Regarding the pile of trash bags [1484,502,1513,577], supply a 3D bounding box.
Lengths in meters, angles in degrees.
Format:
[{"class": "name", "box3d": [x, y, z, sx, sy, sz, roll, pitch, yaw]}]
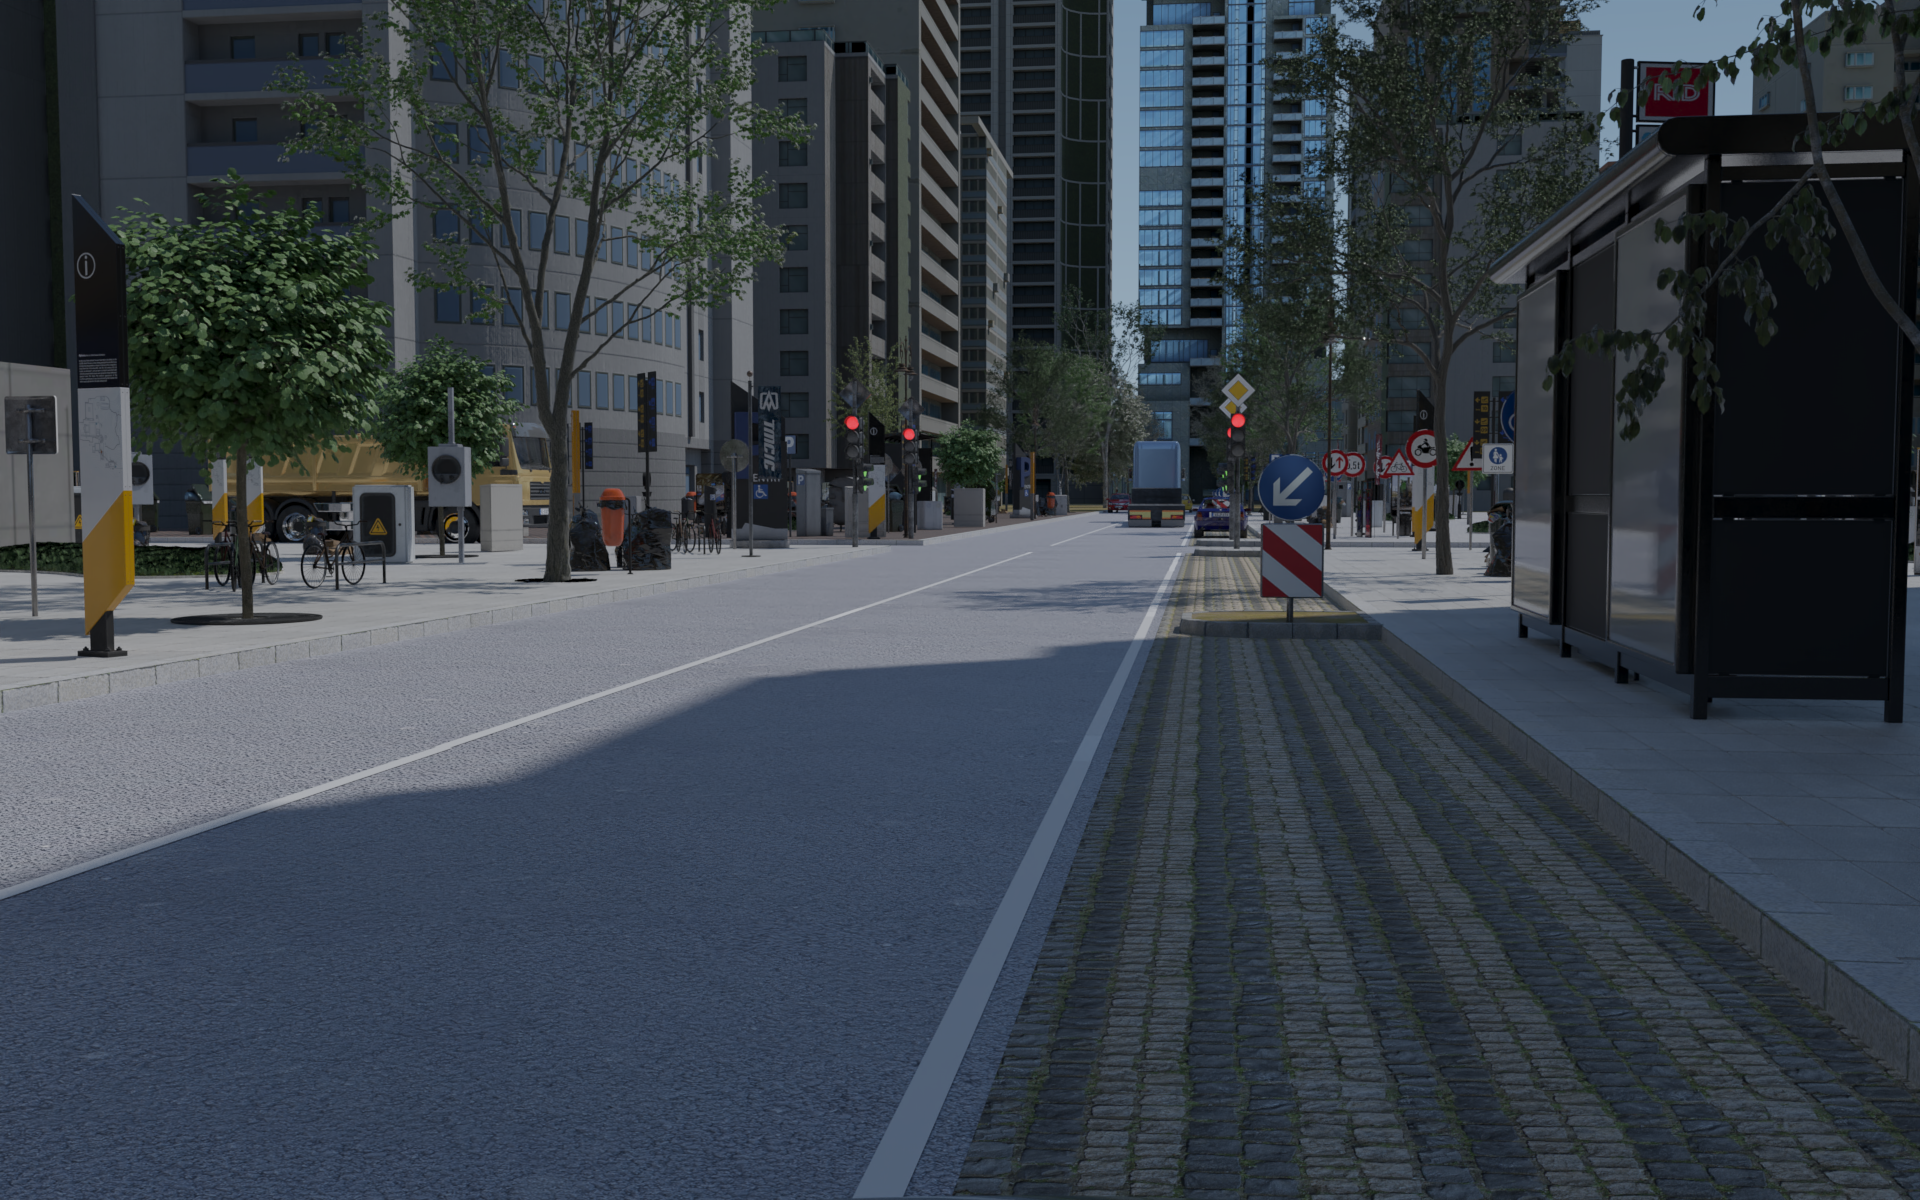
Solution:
[{"class": "pile of trash bags", "box3d": [9.069, -1.047, 26.864, 1.912, 1.369, 3.447, 2, 4, 25]}]

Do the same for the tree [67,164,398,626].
[{"class": "tree", "box3d": [-7.243, -2.070, 17.551, 4.285, 4.588, 4.351, 0, 3, 0]}]

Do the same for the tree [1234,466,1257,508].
[{"class": "tree", "box3d": [26.109, -10.886, 161.707, 4.285, 4.588, 4.351, 0, 3, 0]}]

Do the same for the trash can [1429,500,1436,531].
[{"class": "trash can", "box3d": [16.300, -2.929, 59.541, 0.748, 1.137, 0.748, 0, 3, 0]}]

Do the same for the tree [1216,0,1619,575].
[{"class": "tree", "box3d": [7.378, -5.680, 27.280, 7.601, 10.594, 8.767, 0, 4, -3]}]

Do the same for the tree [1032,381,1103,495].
[{"class": "tree", "box3d": [6.372, -9.680, 108.626, 4.360, 8.622, 3.978, 0, 3, 0]}]

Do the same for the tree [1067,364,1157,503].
[{"class": "tree", "box3d": [14.231, -16.032, 168.771, 9.857, 13.997, 8.962, 0, 3, 0]}]

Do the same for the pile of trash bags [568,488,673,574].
[{"class": "pile of trash bags", "box3d": [-5.774, -1.179, 29.034, 1.912, 1.369, 3.447, -1, 4, -11]}]

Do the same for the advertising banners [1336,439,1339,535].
[{"class": "advertising banners", "box3d": [11.881, -3.578, 54.692, 0.090, 3.025, 2.074, 1, 4, 10]}]

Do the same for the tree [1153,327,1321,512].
[{"class": "tree", "box3d": [21.175, -13.168, 125.663, 12.009, 13.543, 11.850, 0, 3, 0]}]

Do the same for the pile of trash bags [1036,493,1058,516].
[{"class": "pile of trash bags", "box3d": [4.903, -5.678, 102.590, 1.912, 1.369, 3.447, -1, 4, -18]}]

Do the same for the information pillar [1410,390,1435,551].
[{"class": "information pillar", "box3d": [10.455, -2.913, 38.990, 0.504, 3.616, 0.183, -2, 4, -26]}]

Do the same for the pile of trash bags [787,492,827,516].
[{"class": "pile of trash bags", "box3d": [-6.936, -4.023, 75.536, 1.912, 1.369, 3.447, -1, 4, -23]}]

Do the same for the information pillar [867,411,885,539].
[{"class": "information pillar", "box3d": [-2.380, -3.538, 49.193, 0.504, 3.616, 0.183, -1, 4, -21]}]

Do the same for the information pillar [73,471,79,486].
[{"class": "information pillar", "box3d": [-28.512, -3.133, 55.711, 0.304, 2.012, 0.304, -1, 4, -15]}]

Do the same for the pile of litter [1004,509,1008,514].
[{"class": "pile of litter", "box3d": [2.636, -6.093, 113.582, 1.719, 0.858, 1.176, -3, 4, -38]}]

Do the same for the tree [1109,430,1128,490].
[{"class": "tree", "box3d": [16.094, -13.949, 178.430, 4.360, 8.622, 3.978, 0, 3, 0]}]

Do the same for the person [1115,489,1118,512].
[{"class": "person", "box3d": [12.259, -7.778, 135.654, 0.705, 1.826, 1.348, 1, 4, 11]}]

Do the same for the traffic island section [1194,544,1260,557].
[{"class": "traffic island section", "box3d": [6.498, -1.117, 40.537, 2.009, 0.180, 2.903, 0, 4, 8]}]

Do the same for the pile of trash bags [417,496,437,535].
[{"class": "pile of trash bags", "box3d": [-16.768, -2.785, 55.288, 3.447, 1.369, 1.912, 2, 4, 28]}]

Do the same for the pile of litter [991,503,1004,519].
[{"class": "pile of litter", "box3d": [1.233, -4.539, 88.180, 1.176, 0.858, 1.719, -1, 4, -19]}]

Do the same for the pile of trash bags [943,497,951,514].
[{"class": "pile of trash bags", "box3d": [0.412, -6.057, 108.779, 1.912, 1.369, 3.447, -2, 4, -30]}]

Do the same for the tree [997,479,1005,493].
[{"class": "tree", "box3d": [2.485, -7.776, 121.746, 1.663, 3.219, 1.824, 0, 3, 0]}]

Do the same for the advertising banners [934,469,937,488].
[{"class": "advertising banners", "box3d": [-1.998, -7.587, 120.236, 0.090, 3.025, 2.074, -2, 4, -25]}]

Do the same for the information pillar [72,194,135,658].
[{"class": "information pillar", "box3d": [-6.711, -1.358, 13.564, 0.504, 3.616, 0.183, 2, 4, 24]}]

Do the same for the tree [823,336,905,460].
[{"class": "tree", "box3d": [-4.033, -7.924, 79.919, 4.737, 8.622, 4.395, 0, 3, 0]}]

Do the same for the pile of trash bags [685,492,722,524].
[{"class": "pile of trash bags", "box3d": [-10.843, -4.037, 75.758, 1.912, 1.369, 3.447, 2, 4, 29]}]

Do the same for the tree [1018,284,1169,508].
[{"class": "tree", "box3d": [12.079, -18.386, 156.504, 12.611, 20.169, 13.585, 0, 3, 0]}]

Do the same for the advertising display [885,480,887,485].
[{"class": "advertising display", "box3d": [-2.672, -3.441, 61.479, 0.123, 1.923, 0.974, 0, 4, -5]}]

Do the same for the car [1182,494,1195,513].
[{"class": "car", "box3d": [17.128, -7.574, 134.060, 2.015, 1.641, 3.980, 1, 4, 9]}]

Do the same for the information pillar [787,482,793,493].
[{"class": "information pillar", "box3d": [-10.046, -5.979, 102.246, 0.304, 2.012, 0.304, -3, 4, -36]}]

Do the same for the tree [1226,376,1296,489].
[{"class": "tree", "box3d": [16.826, -8.800, 94.243, 4.360, 8.622, 3.978, 0, 3, 0]}]

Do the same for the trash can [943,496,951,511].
[{"class": "trash can", "box3d": [-0.830, -6.778, 122.477, 0.748, 1.137, 0.748, 0, 3, 0]}]

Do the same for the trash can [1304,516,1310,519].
[{"class": "trash can", "box3d": [17.770, -4.750, 89.321, 0.748, 1.137, 0.748, 0, 3, 0]}]

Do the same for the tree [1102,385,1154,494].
[{"class": "tree", "box3d": [19.041, -17.413, 195.077, 12.009, 13.543, 11.850, 0, 3, 0]}]

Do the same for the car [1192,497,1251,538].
[{"class": "car", "box3d": [8.652, -2.736, 57.309, 1.945, 1.354, 3.894, 1, 4, 10]}]

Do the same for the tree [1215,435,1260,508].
[{"class": "tree", "box3d": [22.990, -11.680, 141.335, 4.737, 8.622, 4.395, 0, 3, 0]}]

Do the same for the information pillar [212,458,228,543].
[{"class": "information pillar", "box3d": [-17.940, -3.092, 41.906, 0.504, 3.616, 0.183, 2, 4, 32]}]

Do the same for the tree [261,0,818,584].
[{"class": "tree", "box3d": [-5.869, -6.058, 24.805, 9.928, 11.665, 9.643, 0, 3, 0]}]

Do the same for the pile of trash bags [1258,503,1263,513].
[{"class": "pile of trash bags", "box3d": [21.796, -6.634, 118.217, 1.912, 1.369, 3.447, -1, 4, -16]}]

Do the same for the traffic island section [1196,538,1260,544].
[{"class": "traffic island section", "box3d": [7.626, -1.600, 48.442, 2.009, 0.180, 2.903, 0, 4, 8]}]

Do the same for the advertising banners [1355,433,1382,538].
[{"class": "advertising banners", "box3d": [12.028, -3.350, 50.954, 0.090, 3.025, 2.074, 0, 4, -6]}]

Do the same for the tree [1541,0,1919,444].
[{"class": "tree", "box3d": [4.150, -3.477, 7.208, 4.360, 8.622, 3.978, 0, 3, 0]}]

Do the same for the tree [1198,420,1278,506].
[{"class": "tree", "box3d": [30.431, -16.451, 185.980, 9.611, 12.733, 9.660, 0, 3, 0]}]

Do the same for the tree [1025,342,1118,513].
[{"class": "tree", "box3d": [7.269, -11.844, 119.411, 9.928, 11.665, 9.643, 0, 3, 0]}]

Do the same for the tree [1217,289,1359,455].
[{"class": "tree", "box3d": [16.434, -9.827, 86.420, 9.928, 11.665, 9.643, 0, 3, 0]}]

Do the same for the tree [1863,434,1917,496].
[{"class": "tree", "box3d": [15.399, -2.131, 29.438, 1.663, 3.219, 1.824, 0, 3, 0]}]

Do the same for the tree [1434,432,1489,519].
[{"class": "tree", "box3d": [25.870, -6.536, 90.576, 4.285, 4.588, 4.351, 0, 3, 0]}]

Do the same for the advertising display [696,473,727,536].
[{"class": "advertising display", "box3d": [-7.700, -2.960, 53.607, 0.974, 1.923, 0.123, 1, 4, 14]}]

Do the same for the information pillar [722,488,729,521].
[{"class": "information pillar", "box3d": [-9.462, -4.009, 70.035, 0.304, 2.012, 0.304, -2, 4, -24]}]

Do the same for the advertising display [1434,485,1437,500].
[{"class": "advertising display", "box3d": [30.498, -6.419, 110.161, 0.123, 1.923, 0.974, -3, 5, -41]}]

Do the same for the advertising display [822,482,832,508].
[{"class": "advertising display", "box3d": [-7.279, -5.471, 94.657, 0.123, 1.923, 0.974, -2, 4, -33]}]

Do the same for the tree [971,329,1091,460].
[{"class": "tree", "box3d": [3.870, -10.051, 98.754, 7.601, 10.594, 8.767, -3, 4, -36]}]

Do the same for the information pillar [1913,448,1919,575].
[{"class": "information pillar", "box3d": [15.300, -1.395, 27.303, 0.304, 2.012, 0.304, -1, 4, -15]}]

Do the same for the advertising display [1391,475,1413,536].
[{"class": "advertising display", "box3d": [13.605, -2.915, 52.873, 0.123, 1.923, 0.974, -3, 5, -44]}]

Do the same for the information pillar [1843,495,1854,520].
[{"class": "information pillar", "box3d": [35.673, -3.980, 69.564, 0.304, 2.012, 0.304, 0, 4, 6]}]

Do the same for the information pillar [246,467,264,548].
[{"class": "information pillar", "box3d": [-16.539, -3.001, 40.428, 0.504, 3.616, 0.183, 0, 4, 6]}]

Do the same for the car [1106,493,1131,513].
[{"class": "car", "box3d": [12.281, -7.557, 132.593, 2.155, 1.783, 4.494, 1, 4, 9]}]

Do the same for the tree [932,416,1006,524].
[{"class": "tree", "box3d": [0.302, -5.491, 73.488, 4.285, 4.588, 4.351, 0, 3, 0]}]

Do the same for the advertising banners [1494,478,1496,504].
[{"class": "advertising banners", "box3d": [24.253, -5.042, 78.627, 0.090, 3.025, 2.074, 1, 4, 12]}]
